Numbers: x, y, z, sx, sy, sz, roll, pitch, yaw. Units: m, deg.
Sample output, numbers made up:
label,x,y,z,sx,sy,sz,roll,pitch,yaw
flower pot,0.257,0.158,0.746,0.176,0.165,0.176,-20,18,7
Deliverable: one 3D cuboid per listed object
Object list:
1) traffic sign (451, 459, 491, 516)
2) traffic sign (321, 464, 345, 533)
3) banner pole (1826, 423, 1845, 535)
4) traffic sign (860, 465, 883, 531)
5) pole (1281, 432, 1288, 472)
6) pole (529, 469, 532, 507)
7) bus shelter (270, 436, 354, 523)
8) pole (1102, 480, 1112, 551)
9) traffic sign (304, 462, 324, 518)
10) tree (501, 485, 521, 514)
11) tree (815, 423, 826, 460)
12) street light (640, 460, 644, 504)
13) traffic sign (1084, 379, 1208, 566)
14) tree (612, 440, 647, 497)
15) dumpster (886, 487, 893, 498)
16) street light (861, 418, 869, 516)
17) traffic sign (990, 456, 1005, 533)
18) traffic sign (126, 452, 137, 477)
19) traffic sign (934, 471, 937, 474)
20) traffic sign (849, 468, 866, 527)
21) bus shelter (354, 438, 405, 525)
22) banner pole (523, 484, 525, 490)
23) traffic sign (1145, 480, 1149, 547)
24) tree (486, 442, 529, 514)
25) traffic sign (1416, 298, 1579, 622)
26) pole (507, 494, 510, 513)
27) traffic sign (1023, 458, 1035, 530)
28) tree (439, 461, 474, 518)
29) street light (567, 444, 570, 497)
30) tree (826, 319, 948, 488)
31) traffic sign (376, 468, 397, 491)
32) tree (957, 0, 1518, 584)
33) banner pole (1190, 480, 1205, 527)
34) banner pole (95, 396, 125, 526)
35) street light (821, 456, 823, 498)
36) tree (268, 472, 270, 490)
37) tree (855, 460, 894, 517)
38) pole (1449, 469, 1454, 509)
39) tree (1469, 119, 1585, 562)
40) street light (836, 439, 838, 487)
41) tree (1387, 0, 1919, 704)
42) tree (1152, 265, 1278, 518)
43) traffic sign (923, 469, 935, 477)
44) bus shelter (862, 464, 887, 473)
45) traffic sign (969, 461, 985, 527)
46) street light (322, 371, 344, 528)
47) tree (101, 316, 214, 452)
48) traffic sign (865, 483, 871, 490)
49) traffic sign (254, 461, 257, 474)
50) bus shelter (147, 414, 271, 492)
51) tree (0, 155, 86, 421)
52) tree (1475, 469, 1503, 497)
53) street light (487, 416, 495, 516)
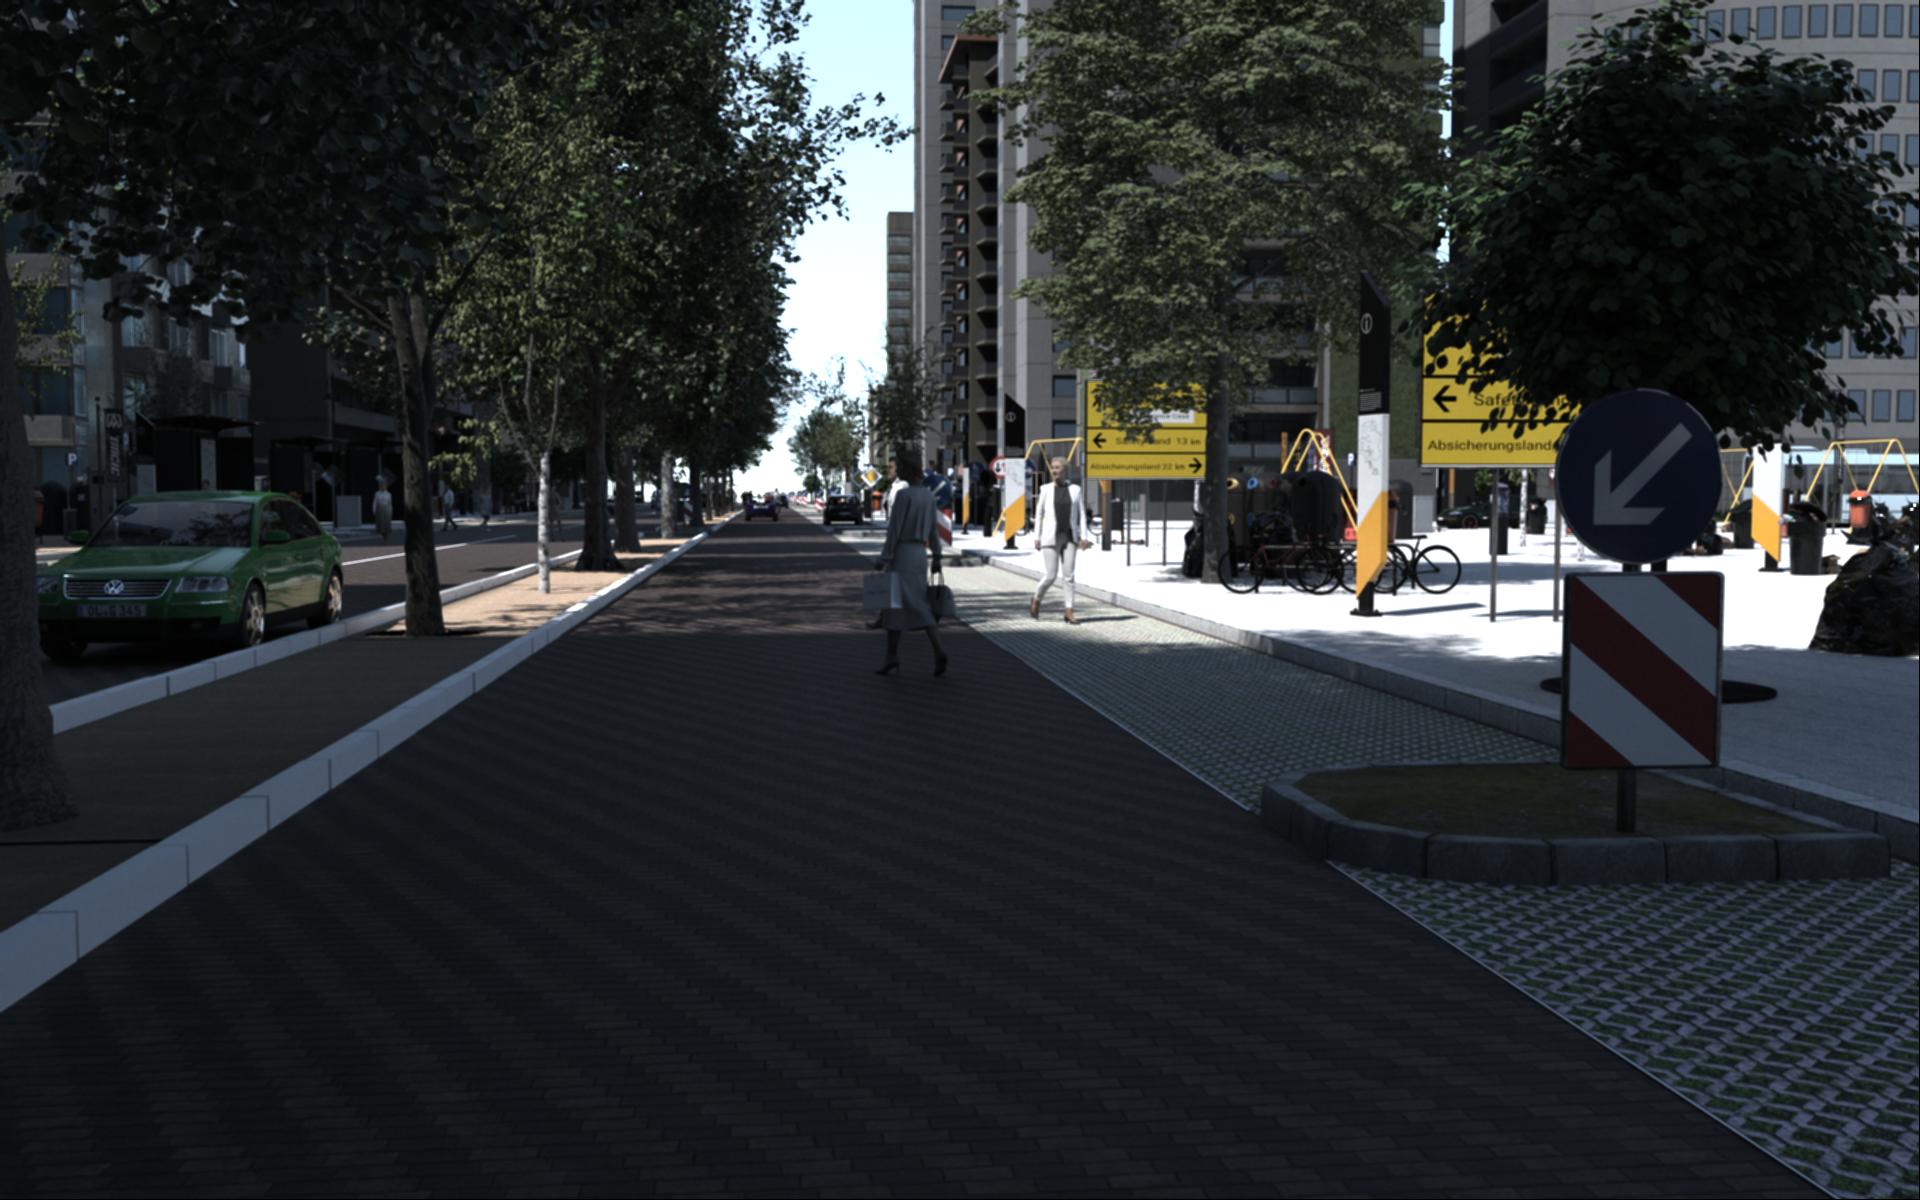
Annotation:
label,x,y,z,sx,sy,sz,roll,pitch,yaw
traffic sign,-28.519,-6.550,100.971,2.265,3.308,0.079,0,4,-4
traffic sign,-20.778,-3.290,57.431,0.795,2.450,0.064,0,4,-6
banner pole,27.641,-3.945,54.524,0.401,3.779,0.863,0,4,5
traffic sign,-3.037,-3.407,59.344,0.795,2.450,0.064,0,4,-6
pole,10.719,-3.879,57.266,0.158,3.312,0.155,0,3,0
pole,-34.479,-8.879,139.008,0.158,3.312,0.155,0,3,0
bus shelter,-27.257,-4.983,72.762,1.731,3.624,6.357,0,4,-6
pole,3.308,-2.762,39.000,0.158,3.312,0.155,0,3,0
traffic sign,-25.703,-4.209,68.921,0.768,2.556,0.104,0,4,-1
tree,-29.487,-7.295,113.873,1.663,3.219,1.824,0,3,0
tree,-7.965,-10.550,122.860,4.737,8.622,4.395,0,3,0
street light,-41.095,-15.369,224.072,0.468,5.910,1.993,0,4,-6
traffic sign,3.317,-2.251,30.670,2.265,3.308,0.079,0,4,-4
tree,-39.044,-15.987,195.804,8.767,10.594,7.601,0,4,6
dumpster,-3.942,-6.296,108.693,1.264,1.857,1.865,0,4,-6
street light,-5.722,-7.988,103.383,0.468,5.910,1.993,0,4,-6
traffic sign,1.372,-3.524,57.726,0.768,2.556,0.104,0,4,-3
traffic sign,-24.526,-3.159,51.754,0.768,2.556,0.104,0,4,-1
traffic sign,-1.489,-5.829,95.411,0.768,2.556,0.104,0,4,3
traffic sign,-3.906,-3.892,67.282,0.795,2.450,0.064,0,4,-6
bus shelter,-25.302,-5.174,75.877,1.731,3.624,6.357,0,4,-6
banner pole,-34.769,-8.983,136.892,0.863,3.779,0.401,1,4,17
traffic sign,4.526,-2.553,41.844,0.768,2.556,0.104,0,4,3
tree,-28.787,-7.711,109.793,4.285,4.588,4.351,0,3,0
traffic sign,5.665,-1.431,17.272,2.265,3.308,0.079,0,4,-2
pole,-30.120,-7.439,115.469,0.158,3.312,0.155,0,3,0
traffic sign,2.265,-3.724,60.991,0.768,2.556,0.104,0,4,-2
tree,-26.482,-5.926,91.486,1.663,3.219,1.824,0,3,0
street light,-32.099,-10.338,141.815,0.468,5.910,1.993,0,4,-6
tree,-2.305,-7.433,71.891,4.737,8.622,4.395,0,3,0
traffic sign,-21.647,-3.775,65.369,0.795,2.450,0.064,0,4,-6
tree,3.815,-6.483,24.117,7.486,12.596,7.792,0,3,0
banner pole,9.433,-4.785,68.246,0.401,3.779,0.863,-3,4,-37
banner pole,-21.921,-3.339,44.617,0.401,3.779,0.863,3,5,42
street light,-14.284,-12.664,179.847,0.468,5.910,1.993,0,4,-6
tree,-31.817,-5.344,81.970,1.663,3.219,1.824,0,3,0
tree,-4.542,-6.310,97.768,1.663,3.219,1.824,0,3,0
pole,20.646,-4.824,72.717,0.158,3.312,0.155,0,3,0
tree,11.540,-5.030,32.595,4.737,8.622,4.395,0,3,0
street light,-10.074,-10.312,141.385,0.468,5.910,1.993,0,4,-6
tree,4.579,-1.674,11.079,4.285,4.588,4.351,0,3,0
tree,7.594,-6.356,54.286,4.360,8.622,3.978,0,3,0
traffic sign,-1.644,-5.451,89.232,0.768,2.556,0.104,0,4,1
bus shelter,-6.694,-8.913,137.012,1.731,3.624,6.357,0,4,-6
traffic sign,0.605,-4.119,67.450,0.768,2.556,0.104,0,4,3
street light,-23.604,-5.660,65.328,0.468,5.910,1.993,0,4,-6
tree,-31.995,-7.309,69.866,4.360,8.622,3.978,0,3,0
traffic sign,-5.292,-6.231,101.976,0.768,2.556,0.104,0,4,-3
traffic sign,-23.621,-3.494,57.240,0.768,2.556,0.104,0,4,2
bus shelter,-23.291,-3.820,53.736,1.731,3.624,6.357,0,4,-6
tree,-20.941,-5.277,36.650,4.737,8.622,4.395,0,3,0
tree,24.833,-5.400,82.890,1.663,3.219,1.824,0,3,0
street light,-27.902,-7.985,103.335,0.468,5.910,1.993,0,4,-6
